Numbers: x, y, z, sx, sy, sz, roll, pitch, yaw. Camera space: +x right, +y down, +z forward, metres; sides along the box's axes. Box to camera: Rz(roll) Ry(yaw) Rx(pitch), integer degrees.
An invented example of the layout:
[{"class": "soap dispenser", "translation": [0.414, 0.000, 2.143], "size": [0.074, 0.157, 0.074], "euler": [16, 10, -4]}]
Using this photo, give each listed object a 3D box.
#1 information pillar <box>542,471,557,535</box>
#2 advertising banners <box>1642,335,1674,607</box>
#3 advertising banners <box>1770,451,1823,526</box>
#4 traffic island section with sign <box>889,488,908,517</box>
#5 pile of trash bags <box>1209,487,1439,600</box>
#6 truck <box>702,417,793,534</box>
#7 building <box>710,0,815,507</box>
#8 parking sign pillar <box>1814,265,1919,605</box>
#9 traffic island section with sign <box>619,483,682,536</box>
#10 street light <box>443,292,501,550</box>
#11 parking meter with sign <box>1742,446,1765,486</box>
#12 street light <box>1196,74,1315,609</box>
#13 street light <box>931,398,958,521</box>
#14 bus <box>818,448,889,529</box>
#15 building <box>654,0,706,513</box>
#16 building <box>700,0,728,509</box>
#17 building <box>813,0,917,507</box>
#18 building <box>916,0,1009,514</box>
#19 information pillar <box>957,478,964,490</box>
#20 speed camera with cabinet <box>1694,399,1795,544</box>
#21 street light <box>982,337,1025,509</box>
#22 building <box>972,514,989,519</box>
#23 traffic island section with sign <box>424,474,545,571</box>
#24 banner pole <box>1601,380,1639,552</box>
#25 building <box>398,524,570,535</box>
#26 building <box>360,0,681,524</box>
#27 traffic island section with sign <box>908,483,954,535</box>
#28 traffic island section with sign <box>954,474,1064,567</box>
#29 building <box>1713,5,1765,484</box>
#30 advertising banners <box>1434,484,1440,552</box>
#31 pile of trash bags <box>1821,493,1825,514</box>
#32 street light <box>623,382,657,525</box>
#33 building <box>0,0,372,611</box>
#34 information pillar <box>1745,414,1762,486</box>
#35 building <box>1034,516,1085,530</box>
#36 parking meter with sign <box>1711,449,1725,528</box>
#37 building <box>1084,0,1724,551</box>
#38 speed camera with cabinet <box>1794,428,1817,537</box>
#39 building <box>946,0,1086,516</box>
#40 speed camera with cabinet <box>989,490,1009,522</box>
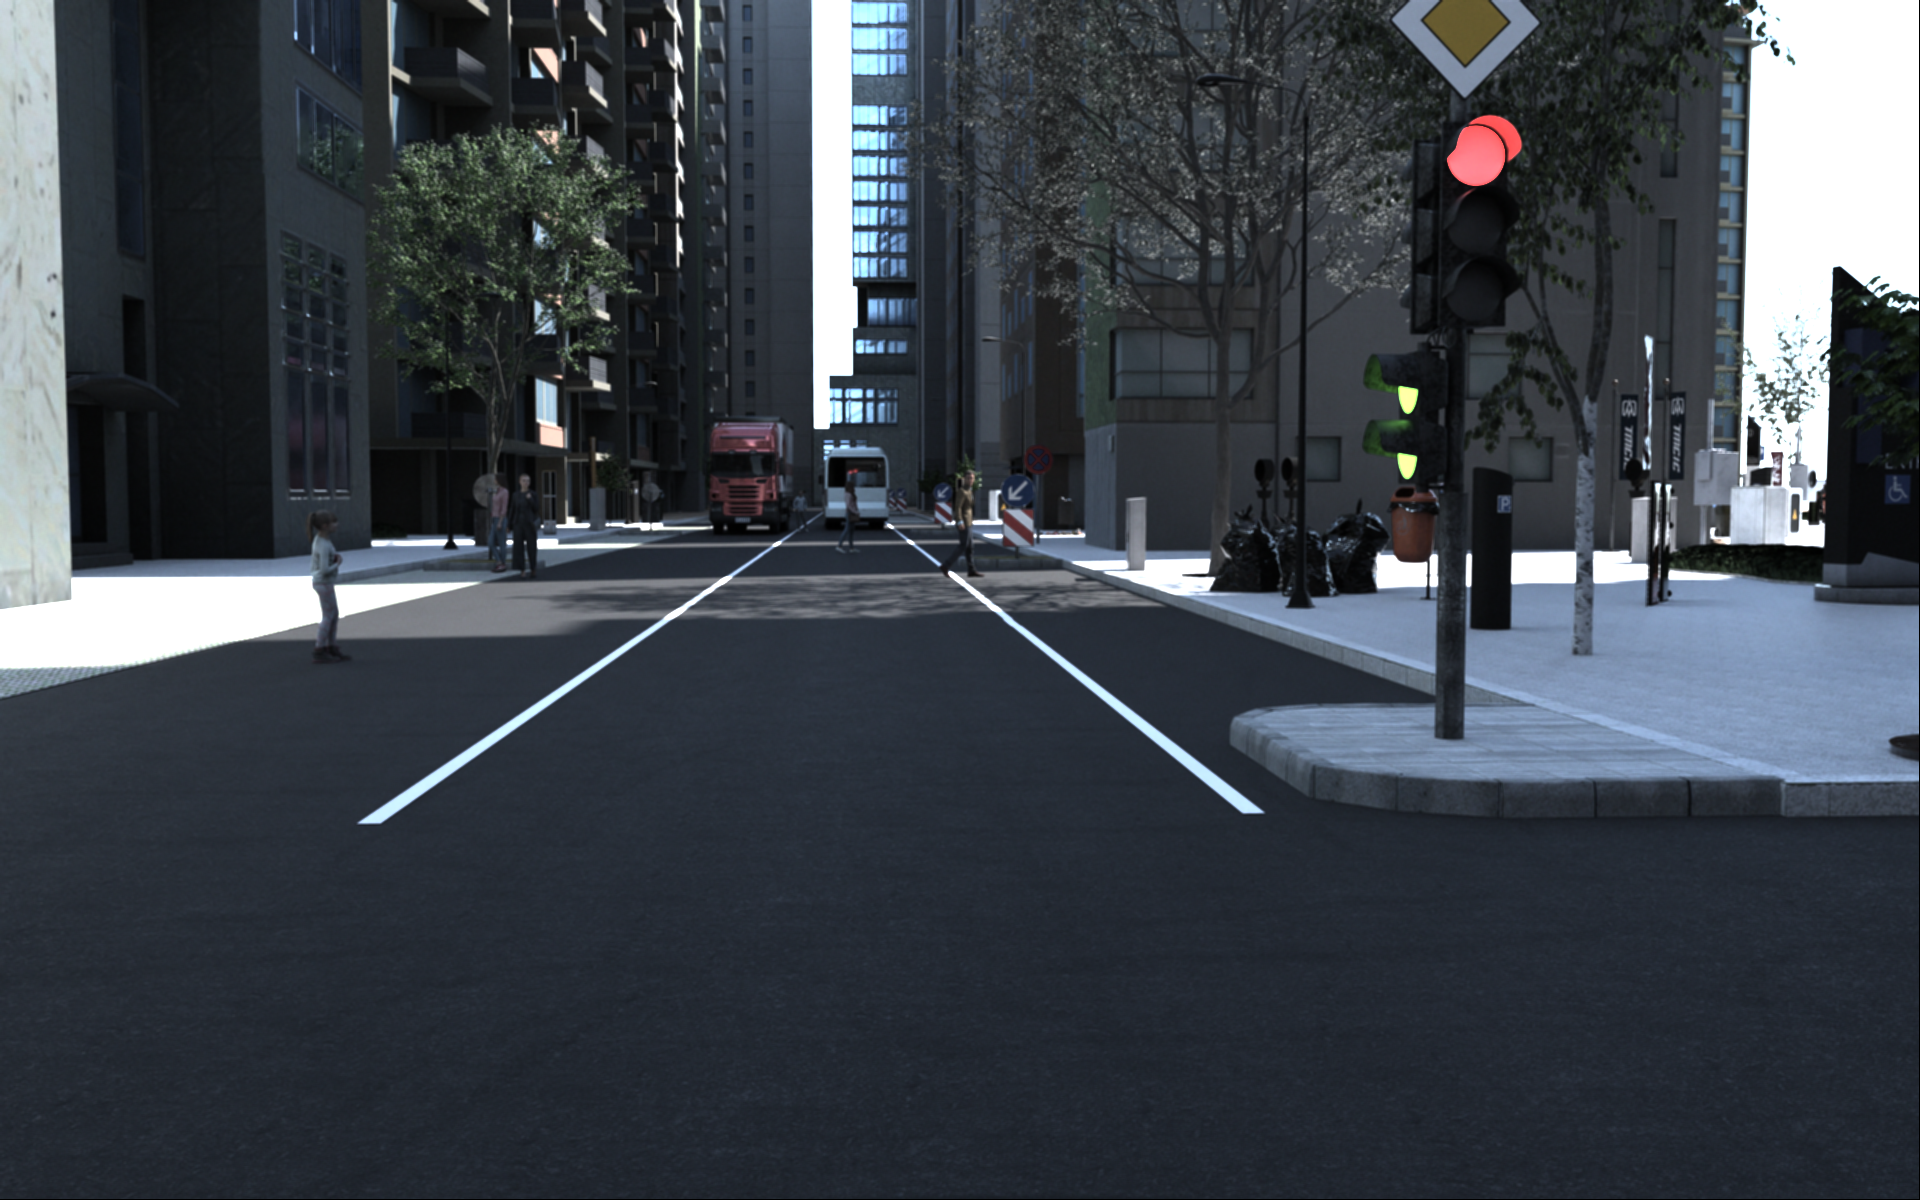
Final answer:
[{"class": "information pillar", "translation": [-12.924, -3.060, 54.530], "size": [0.304, 2.012, 0.304], "euler": [1, 4, 21]}, {"class": "advertising banners", "translation": [8.047, -1.456, 20.000], "size": [0.090, 3.025, 2.074], "euler": [2, 4, 31]}, {"class": "advertising banners", "translation": [33.913, -4.530, 70.261], "size": [2.074, 3.025, 0.090], "euler": [1, 4, 10]}, {"class": "traffic island section with sign", "translation": [-3.870, -6.244, 110.711], "size": [1.989, 1.847, 2.006], "euler": [0, 4, -4]}, {"class": "pile of trash bags", "translation": [4.781, -0.758, 22.143], "size": [1.912, 1.369, 3.447], "euler": [-2, 4, -31]}, {"class": "truck", "translation": [-7.766, -4.652, 64.977], "size": [2.839, 4.237, 11.283], "euler": [0, 4, -3]}, {"class": "building", "translation": [-29.064, -38.827, 176.823], "size": [28.212, 58.520, 21.231], "euler": [0, 4, -4]}, {"class": "parking sign pillar", "translation": [11.003, -1.963, 20.568], "size": [1.447, 3.967, 1.447], "euler": [-1, 4, -12]}, {"class": "traffic island section with sign", "translation": [-10.749, -3.160, 60.299], "size": [1.989, 1.847, 2.006], "euler": [0, 4, -4]}, {"class": "street light", "translation": [-11.265, -4.126, 39.994], "size": [1.470, 5.913, 1.316], "euler": [0, 4, -4]}, {"class": "parking meter with sign", "translation": [28.869, -4.098, 63.261], "size": [0.543, 3.016, 1.738], "euler": [1, 4, 12]}, {"class": "street light", "translation": [3.305, -2.864, 19.365], "size": [1.470, 5.913, 1.316], "euler": [0, 4, -4]}, {"class": "street light", "translation": [-0.705, -6.806, 83.823], "size": [1.470, 5.913, 1.316], "euler": [0, 4, -4]}, {"class": "bus", "translation": [-4.641, -4.903, 75.031], "size": [2.948, 3.499, 13.247], "euler": [0, 4, -5]}, {"class": "building", "translation": [-25.271, -26.612, 118.707], "size": [14.154, 41.232, 14.086], "euler": [0, 4, -4]}, {"class": "building", "translation": [-35.180, -32.105, 144.528], "size": [30.456, 49.044, 23.786], "euler": [0, 4, -4]}, {"class": "building", "translation": [0.430, -52.965, 178.657], "size": [31.000, 86.520, 22.319], "euler": [0, 4, -4]}, {"class": "building", "translation": [6.845, -36.869, 144.813], "size": [21.231, 58.520, 28.212], "euler": [0, 4, -4]}, {"class": "information pillar", "translation": [0.011, -4.557, 79.003], "size": [0.304, 2.012, 0.304], "euler": [1, 4, 9]}, {"class": "speed camera with cabinet", "translation": [16.026, -2.522, 35.569], "size": [0.660, 3.252, 2.038], "euler": [-1, 4, -18]}, {"class": "street light", "translation": [1.345, -4.830, 51.508], "size": [1.470, 5.913, 1.316], "euler": [0, 4, -4]}, {"class": "building", "translation": [10.633, -34.272, 102.354], "size": [21.231, 58.520, 28.212], "euler": [0, 4, -4]}, {"class": "traffic island section with sign", "translation": [-9.007, -1.493, 33.039], "size": [1.989, 1.847, 2.006], "euler": [0, 4, -4]}, {"class": "banner pole", "translation": [14.601, -2.947, 38.199], "size": [0.863, 3.779, 0.401], "euler": [-1, 4, -17]}, {"class": "building", "translation": [-25.652, -25.143, 65.710], "size": [22.147, 44.769, 28.867], "euler": [0, 4, -4]}, {"class": "building", "translation": [-27.669, -27.055, 96.968], "size": [22.147, 44.769, 28.867], "euler": [0, 4, -4]}, {"class": "traffic island section with sign", "translation": [-0.749, -3.247, 61.720], "size": [1.989, 1.847, 2.006], "euler": [0, 4, -4]}, {"class": "traffic island section with sign", "translation": [0.981, -1.599, 34.766], "size": [1.989, 1.847, 2.006], "euler": [0, 4, -4]}, {"class": "building", "translation": [53.732, -30.394, 151.560], "size": [28.867, 44.769, 22.147], "euler": [0, 4, -4]}, {"class": "advertising banners", "translation": [10.474, -2.530, 37.548], "size": [0.090, 3.025, 2.074], "euler": [0, 4, -2]}, {"class": "pile of trash bags", "translation": [34.455, -3.443, 66.048], "size": [1.912, 1.369, 3.447], "euler": [-2, 4, -28]}, {"class": "street light", "translation": [-13.295, -6.085, 72.027], "size": [1.470, 5.913, 1.316], "euler": [0, 4, -4]}, {"class": "building", "translation": [-22.132, -43.413, 22.478], "size": [22.319, 86.520, 31.000], "euler": [0, 4, -4]}, {"class": "information pillar", "translation": [23.056, -3.611, 50.389], "size": [0.183, 3.616, 0.504], "euler": [-1, 4, -22]}, {"class": "building", "translation": [9.066, -25.500, 67.042], "size": [14.600, 45.320, 14.200], "euler": [0, 4, -4]}, {"class": "parking meter with sign", "translation": [28.751, -4.261, 65.931], "size": [0.543, 3.016, 1.738], "euler": [2, 4, 27]}, {"class": "building", "translation": [10.078, -22.109, 45.085], "size": [14.154, 41.232, 14.086], "euler": [0, 4, -4]}, {"class": "speed camera with cabinet", "translation": [24.899, -3.509, 51.701], "size": [2.038, 3.252, 0.660], "euler": [-3, 5, -43]}, {"class": "building", "translation": [6.292, -28.965, 123.691], "size": [14.600, 45.320, 14.200], "euler": [0, 4, -4]}, {"class": "speed camera with cabinet", "translation": [2.350, -5.247, 80.124], "size": [2.038, 3.252, 0.660], "euler": [-2, 4, -32]}]
